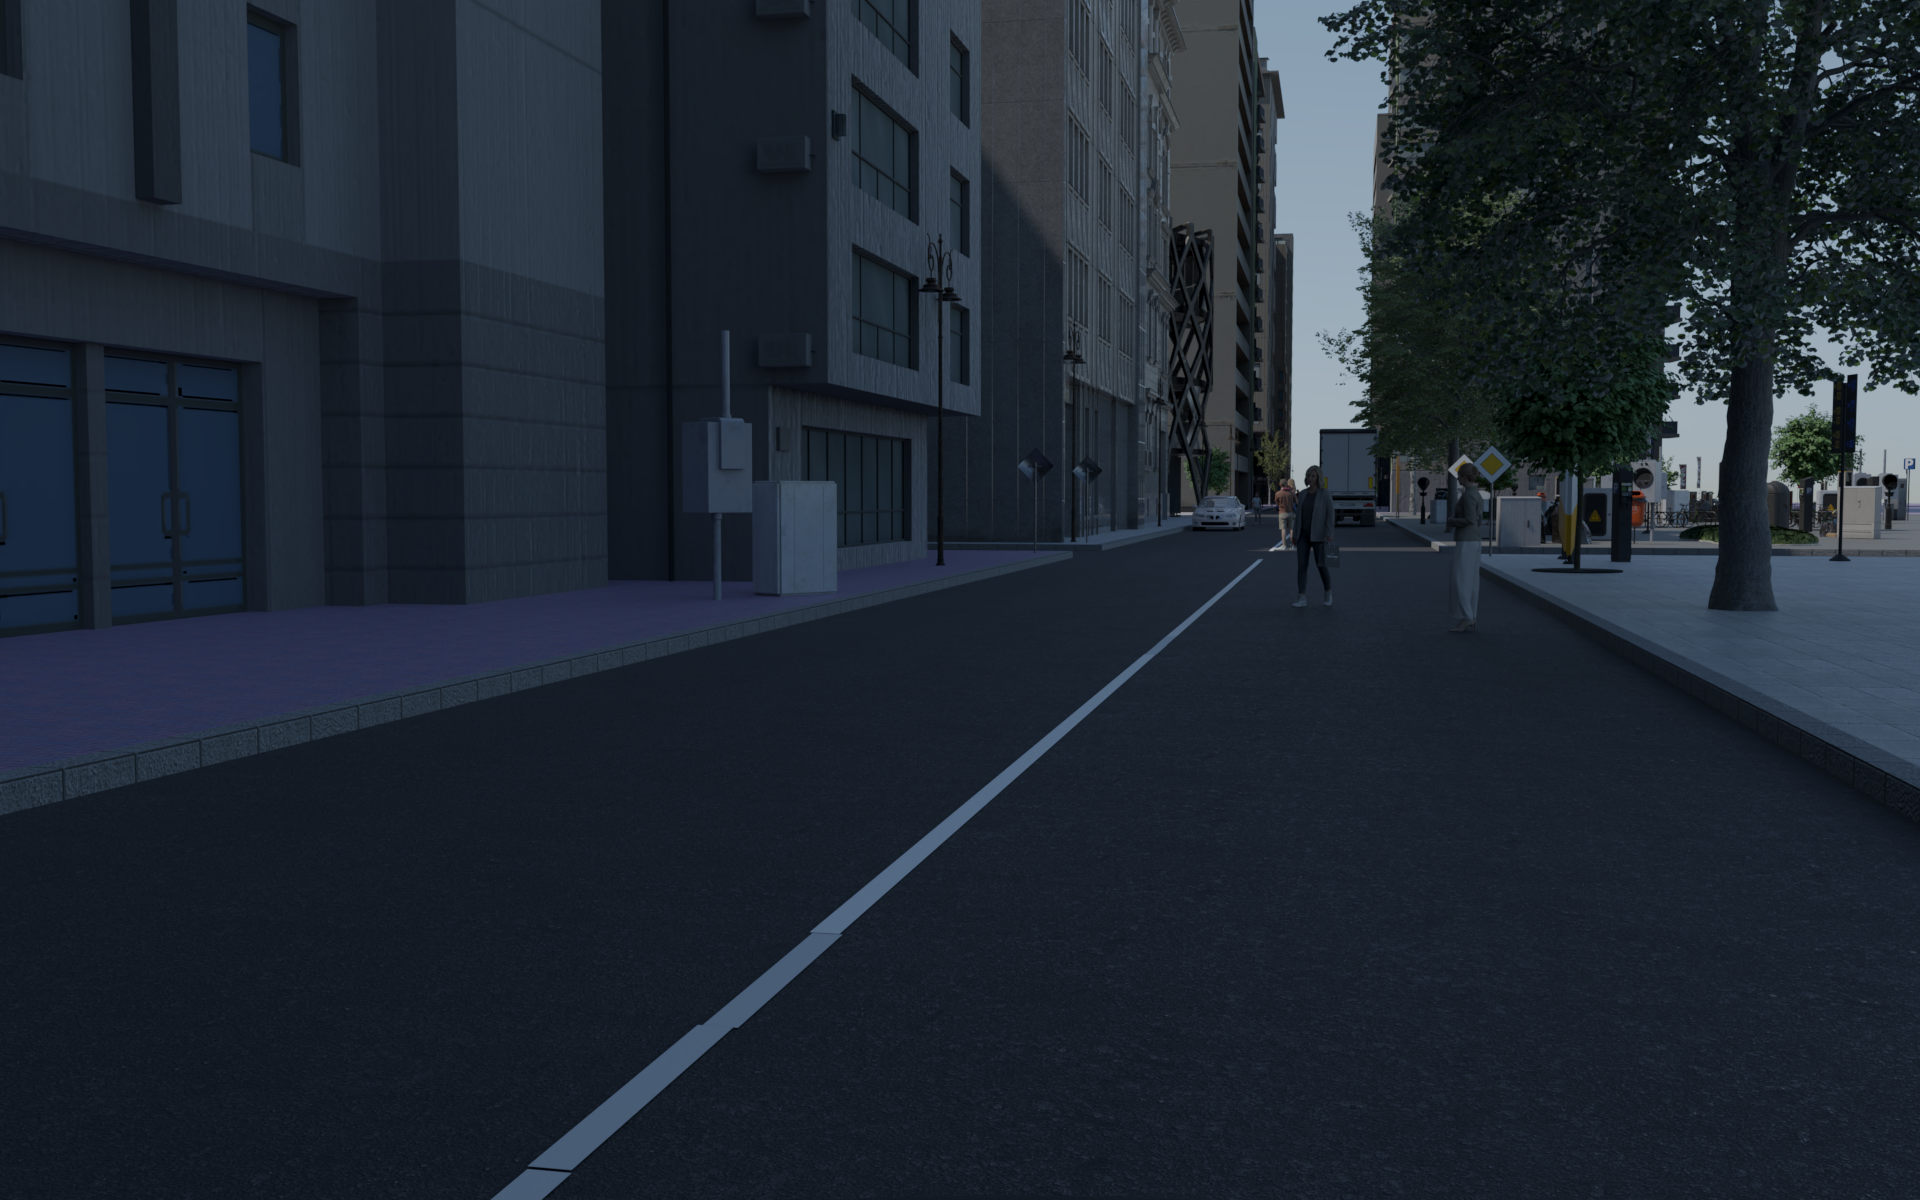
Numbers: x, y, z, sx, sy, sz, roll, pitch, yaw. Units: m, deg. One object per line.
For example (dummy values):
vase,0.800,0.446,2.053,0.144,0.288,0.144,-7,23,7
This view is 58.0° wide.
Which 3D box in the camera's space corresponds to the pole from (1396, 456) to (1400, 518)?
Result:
pole,23.350,-6.024,92.343,0.158,3.312,0.155,0,3,0

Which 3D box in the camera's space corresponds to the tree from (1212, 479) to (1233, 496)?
tree,17.777,-7.549,118.022,1.663,3.219,1.824,0,3,0

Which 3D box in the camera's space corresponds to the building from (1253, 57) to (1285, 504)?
building,25.481,-38.380,216.752,28.713,52.752,27.495,1,4,12

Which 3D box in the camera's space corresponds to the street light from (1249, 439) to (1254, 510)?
street light,24.041,-10.399,142.803,0.468,5.910,1.993,1,4,12

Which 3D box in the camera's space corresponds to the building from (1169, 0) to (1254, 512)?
building,10.858,-31.055,131.446,21.300,48.544,21.600,1,4,12

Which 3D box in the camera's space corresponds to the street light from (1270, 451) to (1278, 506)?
street light,33.779,-13.124,187.364,0.468,5.910,1.993,1,4,12

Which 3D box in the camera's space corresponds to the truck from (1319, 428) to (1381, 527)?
truck,17.881,-5.536,79.431,2.839,4.237,11.283,1,4,13

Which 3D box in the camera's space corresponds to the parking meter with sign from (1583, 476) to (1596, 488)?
parking meter with sign,27.187,-4.825,75.153,1.738,3.016,0.543,2,4,31

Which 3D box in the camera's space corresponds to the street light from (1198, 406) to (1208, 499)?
street light,12.698,-7.205,90.584,0.468,5.910,1.993,1,4,12

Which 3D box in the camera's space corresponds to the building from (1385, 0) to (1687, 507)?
building,46.985,-29.919,143.795,22.147,44.769,28.867,1,4,12

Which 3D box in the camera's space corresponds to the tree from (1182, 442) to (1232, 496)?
tree,15.384,-7.557,107.266,4.285,4.588,4.351,0,3,0

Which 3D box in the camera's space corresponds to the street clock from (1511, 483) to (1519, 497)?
street clock,36.516,-6.700,114.111,0.471,2.002,0.358,0,4,0

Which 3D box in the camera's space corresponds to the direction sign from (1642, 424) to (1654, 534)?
direction sign,22.312,-3.919,56.079,0.379,3.537,0.876,1,4,8

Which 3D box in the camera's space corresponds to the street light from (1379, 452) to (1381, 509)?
street light,35.277,-10.552,145.313,0.468,5.910,1.993,1,4,12

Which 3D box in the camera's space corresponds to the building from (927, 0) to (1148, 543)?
building,-1.074,-14.535,55.666,12.078,24.808,19.932,1,4,12

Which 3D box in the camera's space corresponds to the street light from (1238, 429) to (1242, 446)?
street light,19.296,-9.033,120.479,0.468,5.910,1.993,1,4,12

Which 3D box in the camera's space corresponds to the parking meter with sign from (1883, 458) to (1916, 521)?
parking meter with sign,45.535,-5.369,84.048,1.738,3.016,0.543,-2,4,-29

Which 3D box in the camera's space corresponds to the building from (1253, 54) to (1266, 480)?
building,18.581,-31.606,171.380,22.147,44.769,28.867,1,4,12

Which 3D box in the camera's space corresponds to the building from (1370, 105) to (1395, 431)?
building,60.668,-35.773,208.598,21.300,48.544,21.600,1,4,12

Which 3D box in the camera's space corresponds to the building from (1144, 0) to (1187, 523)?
building,2.147,-17.722,77.140,14.401,28.519,23.554,1,4,12

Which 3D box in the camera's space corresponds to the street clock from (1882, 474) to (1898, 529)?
street clock,33.771,-3.571,62.954,0.471,2.002,0.358,1,4,12

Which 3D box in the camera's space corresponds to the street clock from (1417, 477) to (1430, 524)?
street clock,19.640,-4.212,73.431,0.471,2.002,0.358,0,4,4

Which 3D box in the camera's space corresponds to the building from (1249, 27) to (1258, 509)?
building,17.922,-28.444,148.656,14.154,41.232,14.086,1,4,12

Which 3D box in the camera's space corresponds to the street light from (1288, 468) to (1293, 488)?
street light,51.745,-18.146,269.469,0.468,5.910,1.993,1,4,12

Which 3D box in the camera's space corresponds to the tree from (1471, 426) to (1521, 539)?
tree,15.112,-3.350,49.371,1.663,3.219,1.824,0,3,0

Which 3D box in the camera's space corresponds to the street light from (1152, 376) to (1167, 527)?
street light,7.879,-5.840,68.275,0.468,5.910,1.993,1,4,12

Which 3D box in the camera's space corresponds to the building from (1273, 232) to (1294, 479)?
building,43.629,-35.591,265.502,14.154,41.232,14.086,1,4,12

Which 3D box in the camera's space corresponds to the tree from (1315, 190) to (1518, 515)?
tree,28.013,-15.216,104.677,12.611,20.169,13.585,0,3,0

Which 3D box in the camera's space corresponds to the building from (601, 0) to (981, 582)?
building,-7.167,-15.939,32.300,14.107,30.474,14.160,1,4,12

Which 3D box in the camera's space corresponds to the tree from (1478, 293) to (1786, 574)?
tree,10.130,-2.738,28.479,4.285,4.588,4.351,0,3,0

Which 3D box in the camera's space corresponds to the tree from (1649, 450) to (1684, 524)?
tree,30.650,-4.972,75.893,1.663,3.219,1.824,0,3,0

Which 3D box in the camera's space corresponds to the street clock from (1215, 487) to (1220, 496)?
street clock,16.563,-6.534,111.402,0.358,2.002,0.471,1,4,13

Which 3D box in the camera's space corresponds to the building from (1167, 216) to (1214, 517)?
building,5.648,-14.058,97.294,16.820,18.784,16.811,1,4,12

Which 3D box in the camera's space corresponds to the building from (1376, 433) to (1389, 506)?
building,53.181,-52.543,171.752,22.319,86.520,31.000,1,4,12

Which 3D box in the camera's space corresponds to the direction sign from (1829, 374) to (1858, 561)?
direction sign,16.854,-2.512,33.072,0.379,3.537,0.876,0,4,1

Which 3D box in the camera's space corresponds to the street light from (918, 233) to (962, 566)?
street light,-0.349,-3.555,30.913,0.468,5.910,1.993,1,4,12

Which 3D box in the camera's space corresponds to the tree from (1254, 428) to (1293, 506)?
tree,34.933,-14.894,193.879,4.737,8.622,4.395,0,3,0

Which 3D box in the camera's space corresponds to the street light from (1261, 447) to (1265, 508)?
street light,28.907,-11.772,165.262,0.468,5.910,1.993,1,4,12

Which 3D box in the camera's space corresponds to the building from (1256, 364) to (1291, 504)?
building,32.604,-24.554,246.503,27.650,21.520,28.899,1,4,12

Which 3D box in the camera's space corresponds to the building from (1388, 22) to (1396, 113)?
building,72.073,-50.179,258.675,20.563,71.187,20.611,1,4,12

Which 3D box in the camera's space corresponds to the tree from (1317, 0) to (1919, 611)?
tree,8.813,-6.866,18.914,9.857,13.997,8.962,0,3,0

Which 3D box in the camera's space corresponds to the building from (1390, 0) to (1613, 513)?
building,38.100,-26.910,123.577,14.154,41.232,14.086,1,4,12

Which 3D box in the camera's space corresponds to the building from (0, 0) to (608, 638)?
building,-18.098,-28.670,10.755,21.231,58.520,28.212,1,4,12

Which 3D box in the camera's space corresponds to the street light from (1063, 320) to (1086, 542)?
street light,3.031,-4.484,46.108,0.468,5.910,1.993,1,4,12

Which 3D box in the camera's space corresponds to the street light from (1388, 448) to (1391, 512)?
street light,30.568,-9.198,123.176,0.468,5.910,1.993,1,4,12

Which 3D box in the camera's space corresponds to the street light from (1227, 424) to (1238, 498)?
street light,17.610,-8.556,112.677,0.468,5.910,1.993,1,4,12

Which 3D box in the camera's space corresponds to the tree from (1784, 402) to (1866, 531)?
tree,29.956,-4.735,61.131,4.285,4.588,4.351,0,3,0

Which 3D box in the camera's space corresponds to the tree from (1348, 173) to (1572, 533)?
tree,16.792,-8.506,57.203,7.486,12.596,7.792,0,3,0
